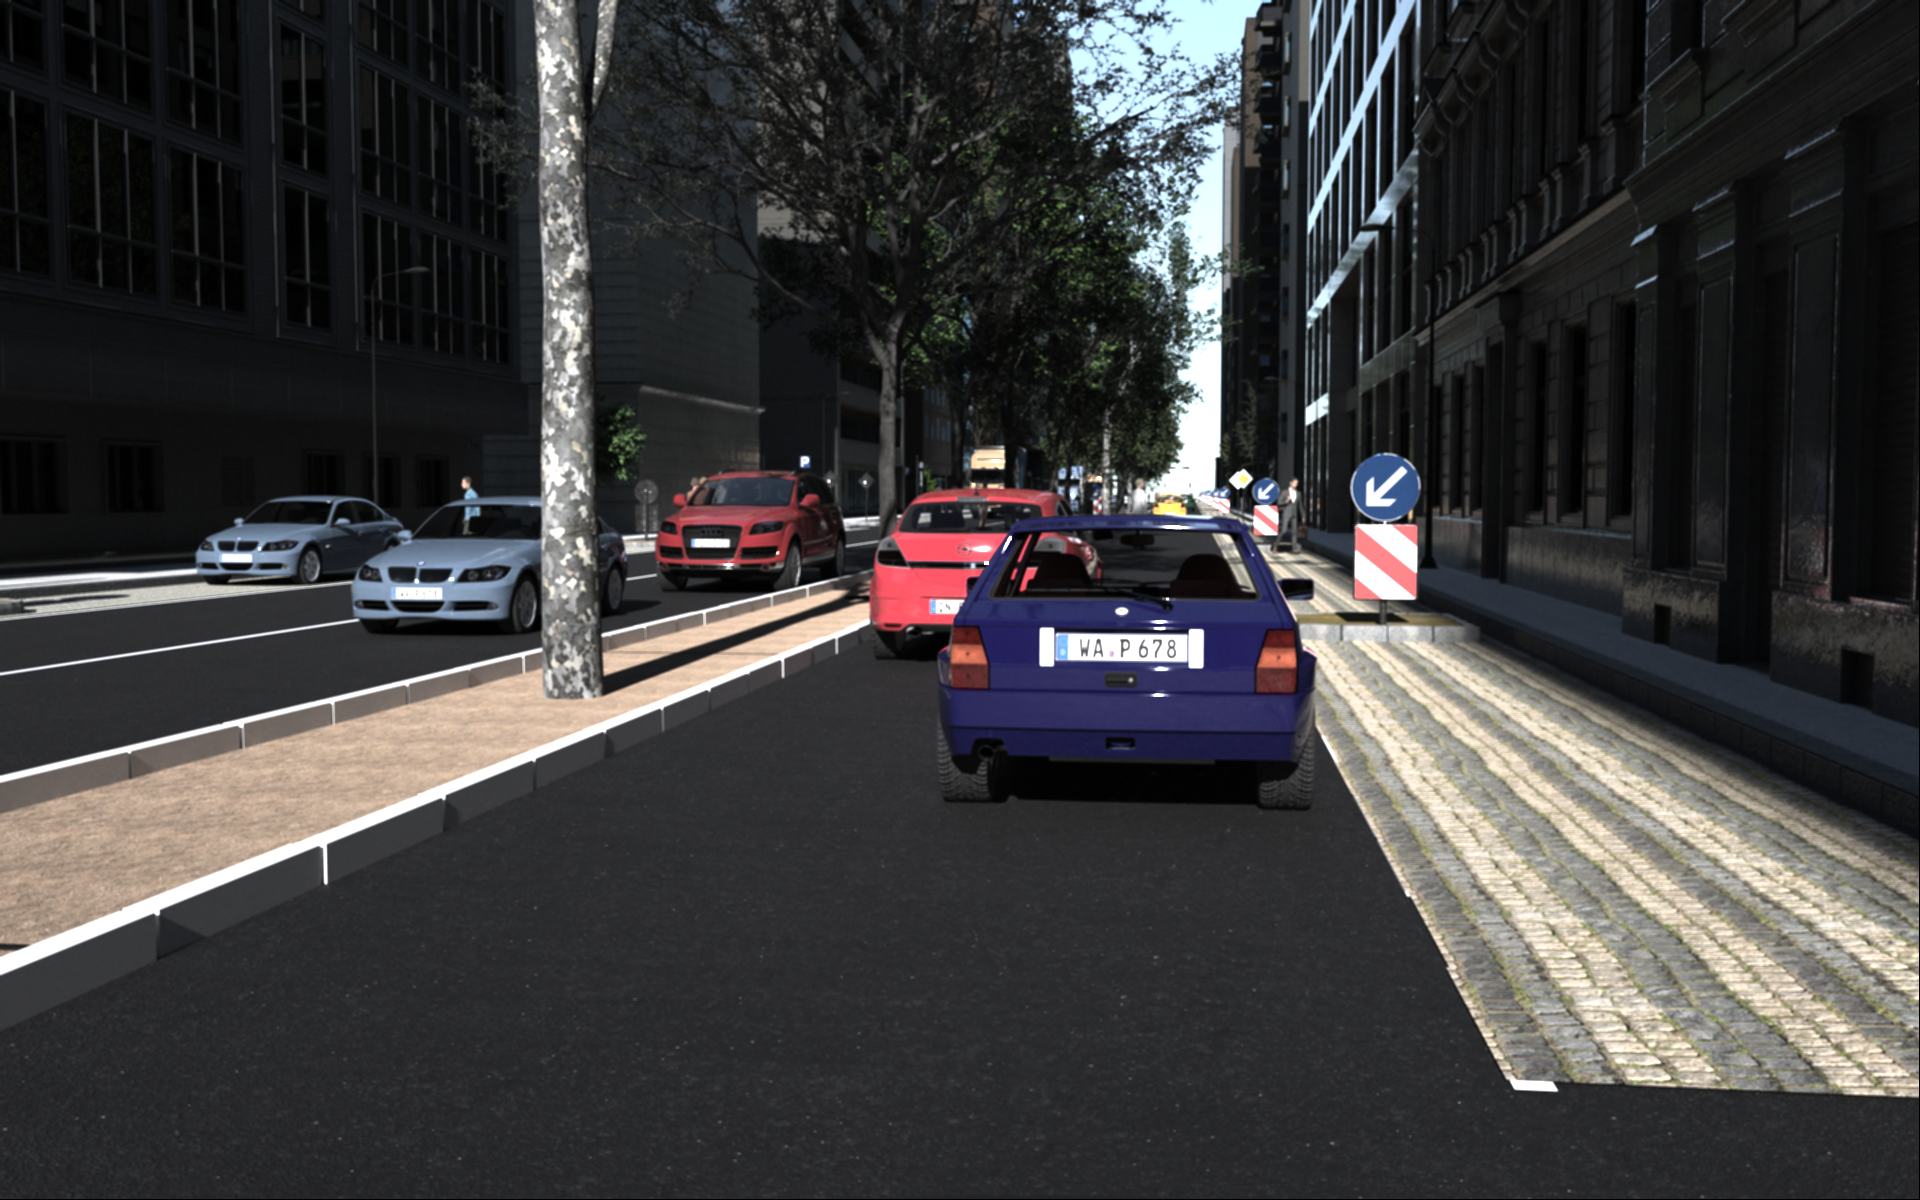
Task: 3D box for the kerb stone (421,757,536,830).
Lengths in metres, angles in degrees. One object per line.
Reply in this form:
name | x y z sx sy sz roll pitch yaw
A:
kerb stone | -2.187 0.875 7.882 0.120 0.150 1.000 0 4 8

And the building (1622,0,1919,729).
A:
building | 9.571 -9.587 5.894 9.793 20.994 18.267 0 4 8

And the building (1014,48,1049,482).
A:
building | -3.518 -38.000 210.533 28.713 52.752 27.495 0 4 8

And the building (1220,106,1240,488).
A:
building | 50.126 -44.028 261.850 21.231 58.520 28.212 0 4 8

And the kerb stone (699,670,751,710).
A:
kerb stone | -1.648 0.628 11.966 0.120 0.150 1.000 0 4 8

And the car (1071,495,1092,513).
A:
car | 9.506 -7.386 132.766 2.014 1.417 4.499 1 4 8

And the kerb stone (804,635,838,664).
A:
kerb stone | -1.236 0.439 15.018 0.120 0.150 1.000 0 4 8

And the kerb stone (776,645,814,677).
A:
kerb stone | -1.369 0.501 14.003 0.120 0.150 1.000 0 4 8

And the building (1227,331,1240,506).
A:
building | 44.519 -21.449 195.731 27.650 21.520 28.899 0 4 8

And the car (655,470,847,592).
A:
car | -3.150 -1.118 26.954 2.281 1.827 5.304 0 4 8

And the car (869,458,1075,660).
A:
car | 0.353 -0.447 16.346 2.155 1.783 4.494 1 4 8

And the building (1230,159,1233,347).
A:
building | 41.017 -34.703 217.497 14.600 45.320 14.200 0 4 8

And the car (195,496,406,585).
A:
car | -10.819 -1.024 28.741 2.014 1.417 4.499 0 4 8

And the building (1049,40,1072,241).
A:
building | 9.550 -51.388 278.441 20.563 71.187 20.611 0 4 8

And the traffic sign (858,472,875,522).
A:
traffic sign | -4.283 -4.626 79.271 0.795 2.450 0.064 0 4 8

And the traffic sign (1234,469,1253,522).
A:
traffic sign | 11.306 -4.005 69.123 0.795 2.450 0.064 0 4 8

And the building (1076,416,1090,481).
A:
building | 15.098 -39.517 296.220 14.600 45.320 14.200 0 4 8

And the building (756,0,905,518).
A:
building | -15.405 -29.036 98.441 21.300 48.544 21.600 0 4 8

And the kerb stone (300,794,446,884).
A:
kerb stone | -2.319 0.940 6.862 0.120 0.150 1.000 0 4 8

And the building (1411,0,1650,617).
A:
building | 12.574 -9.776 24.460 10.561 19.102 19.286 0 4 8

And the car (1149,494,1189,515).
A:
car | 10.747 -4.817 88.979 2.015 1.641 3.980 0 4 6

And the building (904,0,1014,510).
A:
building | -3.033 -30.360 146.494 14.600 45.320 14.200 0 4 8

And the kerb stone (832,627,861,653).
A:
kerb stone | -1.095 0.383 16.032 0.120 0.150 1.000 0 4 8

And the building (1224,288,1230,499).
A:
building | 43.987 -28.756 241.869 14.160 30.474 14.107 0 4 8

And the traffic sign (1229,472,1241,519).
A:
traffic sign | 12.362 -4.489 77.039 0.795 2.450 0.064 0 4 8

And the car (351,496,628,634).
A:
car | -5.088 -0.447 19.316 2.014 1.417 4.499 0 4 7

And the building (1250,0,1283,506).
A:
building | 32.140 -28.638 122.852 22.147 44.769 28.867 0 4 8

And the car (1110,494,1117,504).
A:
car | 22.452 -14.856 254.890 2.014 1.417 4.499 0 4 7

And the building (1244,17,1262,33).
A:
building | 33.023 -31.202 160.263 14.600 45.320 14.200 0 4 8

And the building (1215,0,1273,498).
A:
building | 54.687 -59.829 290.880 22.319 86.520 31.000 0 4 8

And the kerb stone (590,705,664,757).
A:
kerb stone | -1.920 0.751 9.918 0.120 0.150 1.000 0 4 8

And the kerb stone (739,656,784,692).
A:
kerb stone | -1.513 0.564 12.979 0.120 0.150 1.000 0 4 8

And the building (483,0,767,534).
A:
building | -30.505 -17.674 65.377 44.131 29.872 17.030 0 4 8

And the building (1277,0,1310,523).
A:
building | 26.768 -28.232 85.288 21.600 48.544 21.300 0 4 8

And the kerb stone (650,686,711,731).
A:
kerb stone | -1.783 0.691 10.938 0.120 0.150 1.000 0 4 8

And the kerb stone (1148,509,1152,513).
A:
kerb stone | 15.776 -7.362 142.571 0.120 0.150 1.000 0 4 8

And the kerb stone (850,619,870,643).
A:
kerb stone | -0.966 0.315 17.049 0.120 0.150 1.000 0 4 8

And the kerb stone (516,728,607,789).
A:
kerb stone | -2.052 0.813 8.898 0.120 0.150 1.000 0 4 8

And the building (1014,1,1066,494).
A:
building | 5.098 -57.442 251.854 22.319 86.520 31.000 0 4 8

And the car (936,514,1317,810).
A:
car | 0.938 0.202 9.284 1.945 1.354 3.894 0 4 8

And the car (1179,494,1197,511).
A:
car | 18.833 -8.169 145.353 2.131 1.459 4.920 0 4 8

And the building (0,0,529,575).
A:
building | -19.561 -14.702 33.889 14.314 27.812 24.014 0 4 8

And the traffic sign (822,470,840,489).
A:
traffic sign | -5.338 -4.141 71.355 0.795 2.450 0.064 0 4 8

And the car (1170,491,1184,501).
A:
car | 15.841 -7.337 130.183 2.015 1.641 3.980 0 4 8

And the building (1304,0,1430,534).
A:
building | 20.965 -15.016 50.024 19.350 26.468 34.151 0 4 8
